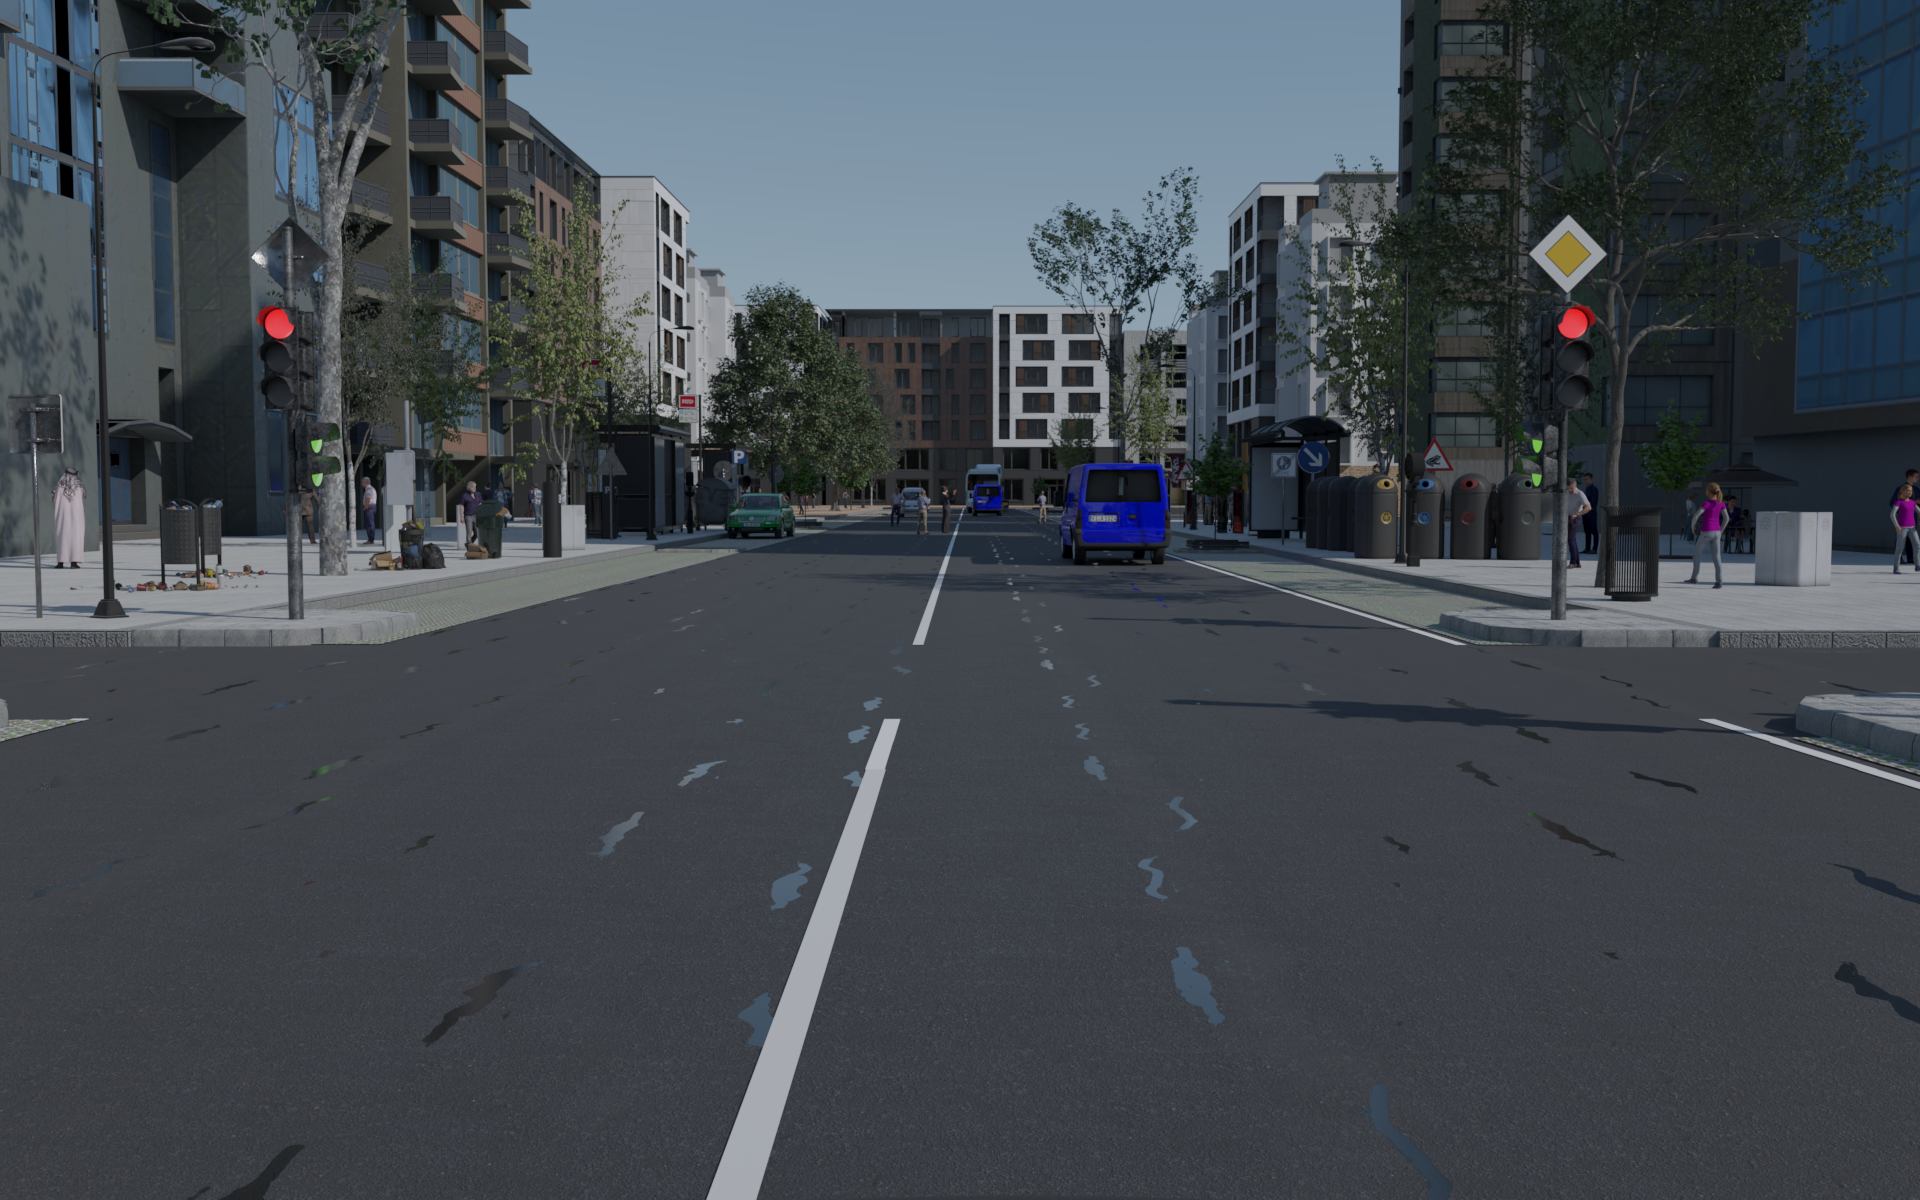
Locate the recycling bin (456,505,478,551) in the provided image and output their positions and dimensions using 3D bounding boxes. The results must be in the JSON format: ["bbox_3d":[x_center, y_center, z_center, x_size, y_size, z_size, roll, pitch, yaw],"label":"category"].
[{"bbox_3d":[-11.096,-1.656,39.626,0.722,1.027,0.722,0,4,-8],"label":"recycling bin"}]

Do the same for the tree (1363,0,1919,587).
[{"bbox_3d":[9.200,-5.446,23.454,7.601,10.594,8.767,0,4,-2],"label":"tree"}]

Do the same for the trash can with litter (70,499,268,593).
[{"bbox_3d":[-10.815,-0.751,23.330,2.233,1.210,1.678,0,4,7],"label":"trash can with litter"}]

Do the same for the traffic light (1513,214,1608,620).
[{"bbox_3d":[6.086,-1.752,17.559,0.839,4.253,0.868,0,4,0],"label":"traffic light"}]

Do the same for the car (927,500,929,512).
[{"bbox_3d":[-3.501,-7.707,138.363,2.083,1.381,4.827,0,4,2],"label":"car"}]

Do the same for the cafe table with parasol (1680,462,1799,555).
[{"bbox_3d":[16.838,-1.985,37.318,2.610,1.966,2.610,-1,4,-19],"label":"cafe table with parasol"}]

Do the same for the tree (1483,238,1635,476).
[{"bbox_3d":[16.432,-6.007,48.577,4.360,8.622,3.978,0,3,0],"label":"tree"}]

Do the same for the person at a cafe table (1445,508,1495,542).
[{"bbox_3d":[13.180,-2.091,42.703,1.622,1.524,1.698,-2,4,-35],"label":"person at a cafe table"}]

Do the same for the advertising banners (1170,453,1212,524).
[{"bbox_3d":[9.960,-4.775,74.261,2.074,3.025,0.090,-1,4,-11],"label":"advertising banners"}]

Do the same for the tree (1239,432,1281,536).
[{"bbox_3d":[9.451,-3.565,52.884,1.663,3.219,1.824,0,3,0],"label":"tree"}]

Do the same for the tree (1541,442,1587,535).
[{"bbox_3d":[18.819,-3.643,54.167,1.663,3.219,1.824,0,3,0],"label":"tree"}]

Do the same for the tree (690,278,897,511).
[{"bbox_3d":[-9.642,-10.717,92.237,9.611,12.733,9.660,0,3,0],"label":"tree"}]

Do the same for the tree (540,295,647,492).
[{"bbox_3d":[-13.828,-6.990,64.650,4.360,8.622,3.978,0,3,0],"label":"tree"}]

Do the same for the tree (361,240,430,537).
[{"bbox_3d":[-15.567,-6.166,51.184,4.737,8.622,4.395,0,3,0],"label":"tree"}]

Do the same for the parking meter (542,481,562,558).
[{"bbox_3d":[-8.229,-1.622,34.932,0.372,1.533,0.369,0,3,0],"label":"parking meter"}]

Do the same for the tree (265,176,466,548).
[{"bbox_3d":[-14.232,-5.543,40.993,4.360,8.622,3.978,0,3,0],"label":"tree"}]

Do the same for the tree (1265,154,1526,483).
[{"bbox_3d":[8.888,-5.292,36.880,4.737,8.622,4.395,0,3,0],"label":"tree"}]

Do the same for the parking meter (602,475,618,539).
[{"bbox_3d":[-9.925,-2.656,49.132,0.399,1.863,0.255,1,4,12],"label":"parking meter"}]

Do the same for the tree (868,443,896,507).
[{"bbox_3d":[-8.395,-13.335,168.387,4.360,8.622,3.978,0,3,0],"label":"tree"}]

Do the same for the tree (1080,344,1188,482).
[{"bbox_3d":[9.221,-8.197,84.380,4.737,8.622,4.395,0,3,0],"label":"tree"}]

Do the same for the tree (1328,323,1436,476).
[{"bbox_3d":[17.716,-7.494,72.887,4.360,8.622,3.978,0,3,0],"label":"tree"}]

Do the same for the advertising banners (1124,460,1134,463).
[{"bbox_3d":[9.338,-5.636,88.338,2.074,3.025,0.090,1,4,21],"label":"advertising banners"}]

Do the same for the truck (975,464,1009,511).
[{"bbox_3d":[2.663,-9.884,151.366,2.967,4.110,18.799,0,4,-1],"label":"truck"}]

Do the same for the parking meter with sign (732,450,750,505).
[{"bbox_3d":[-8.632,-4.461,69.196,0.543,3.016,1.738,0,4,5],"label":"parking meter with sign"}]

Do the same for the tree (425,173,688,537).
[{"bbox_3d":[-9.282,-5.513,40.504,4.737,8.622,4.395,0,3,0],"label":"tree"}]

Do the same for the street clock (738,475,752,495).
[{"bbox_3d":[-8.263,-3.796,66.636,0.471,2.002,0.358,-3,5,-42],"label":"street clock"}]

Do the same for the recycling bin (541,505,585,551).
[{"bbox_3d":[-9.078,-1.656,39.637,0.722,1.027,0.722,3,5,40],"label":"recycling bin"}]

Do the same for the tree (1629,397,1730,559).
[{"bbox_3d":[14.159,-2.450,34.655,1.663,3.219,1.824,0,3,0],"label":"tree"}]

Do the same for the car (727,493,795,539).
[{"bbox_3d":[-6.466,-2.917,56.495,1.959,1.807,4.718,0,4,2],"label":"car"}]

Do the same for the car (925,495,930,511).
[{"bbox_3d":[-3.559,-8.276,147.673,2.083,1.381,4.827,0,4,2],"label":"car"}]

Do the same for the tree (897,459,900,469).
[{"bbox_3d":[-9.216,-12.954,128.800,9.611,12.733,9.660,0,3,0],"label":"tree"}]

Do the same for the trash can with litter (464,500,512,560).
[{"bbox_3d":[-9.340,-1.394,34.186,0.624,1.170,1.055,1,4,9],"label":"trash can with litter"}]

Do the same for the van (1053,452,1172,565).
[{"bbox_3d":[3.210,-1.986,36.850,2.240,2.365,5.245,0,4,-1],"label":"van"}]

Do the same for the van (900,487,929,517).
[{"bbox_3d":[-2.913,-6.131,107.258,2.013,2.044,4.112,0,4,0],"label":"van"}]

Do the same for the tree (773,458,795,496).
[{"bbox_3d":[-8.565,-5.442,83.582,1.663,3.219,1.824,0,3,0],"label":"tree"}]

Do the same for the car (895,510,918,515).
[{"bbox_3d":[-3.597,-6.660,118.675,2.009,1.686,4.222,0,4,-2],"label":"car"}]

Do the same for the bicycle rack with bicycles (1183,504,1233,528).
[{"bbox_3d":[9.540,-3.200,65.707,2.852,0.926,2.925,1,4,10],"label":"bicycle rack with bicycles"}]

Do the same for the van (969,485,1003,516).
[{"bbox_3d":[1.771,-6.666,113.378,2.240,2.365,5.245,0,4,-1],"label":"van"}]

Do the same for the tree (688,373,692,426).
[{"bbox_3d":[-14.944,-8.137,83.409,4.737,8.622,4.395,0,3,0],"label":"tree"}]

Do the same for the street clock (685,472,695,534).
[{"bbox_3d":[-8.750,-3.153,56.123,0.358,2.002,0.471,-1,4,-13],"label":"street clock"}]

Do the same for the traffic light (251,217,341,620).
[{"bbox_3d":[-6.775,-1.754,17.605,0.839,4.253,0.868,0,4,0],"label":"traffic light"}]

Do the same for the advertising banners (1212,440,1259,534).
[{"bbox_3d":[9.016,-3.669,56.182,0.090,3.025,2.074,-2,4,-34],"label":"advertising banners"}]

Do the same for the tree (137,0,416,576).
[{"bbox_3d":[-8.767,-10.505,27.652,12.611,20.169,13.585,0,3,0],"label":"tree"}]

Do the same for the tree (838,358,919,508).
[{"bbox_3d":[-8.697,-15.024,156.013,12.009,13.543,11.850,0,3,0],"label":"tree"}]

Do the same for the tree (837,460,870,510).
[{"bbox_3d":[-8.703,-9.489,138.852,4.285,4.588,4.351,0,3,0],"label":"tree"}]

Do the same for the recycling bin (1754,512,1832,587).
[{"bbox_3d":[11.707,-0.721,24.336,0.722,1.027,0.722,-2,4,-28],"label":"recycling bin"}]

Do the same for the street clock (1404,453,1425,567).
[{"bbox_3d":[8.006,-1.588,30.532,0.358,2.002,0.471,0,4,-3],"label":"street clock"}]
